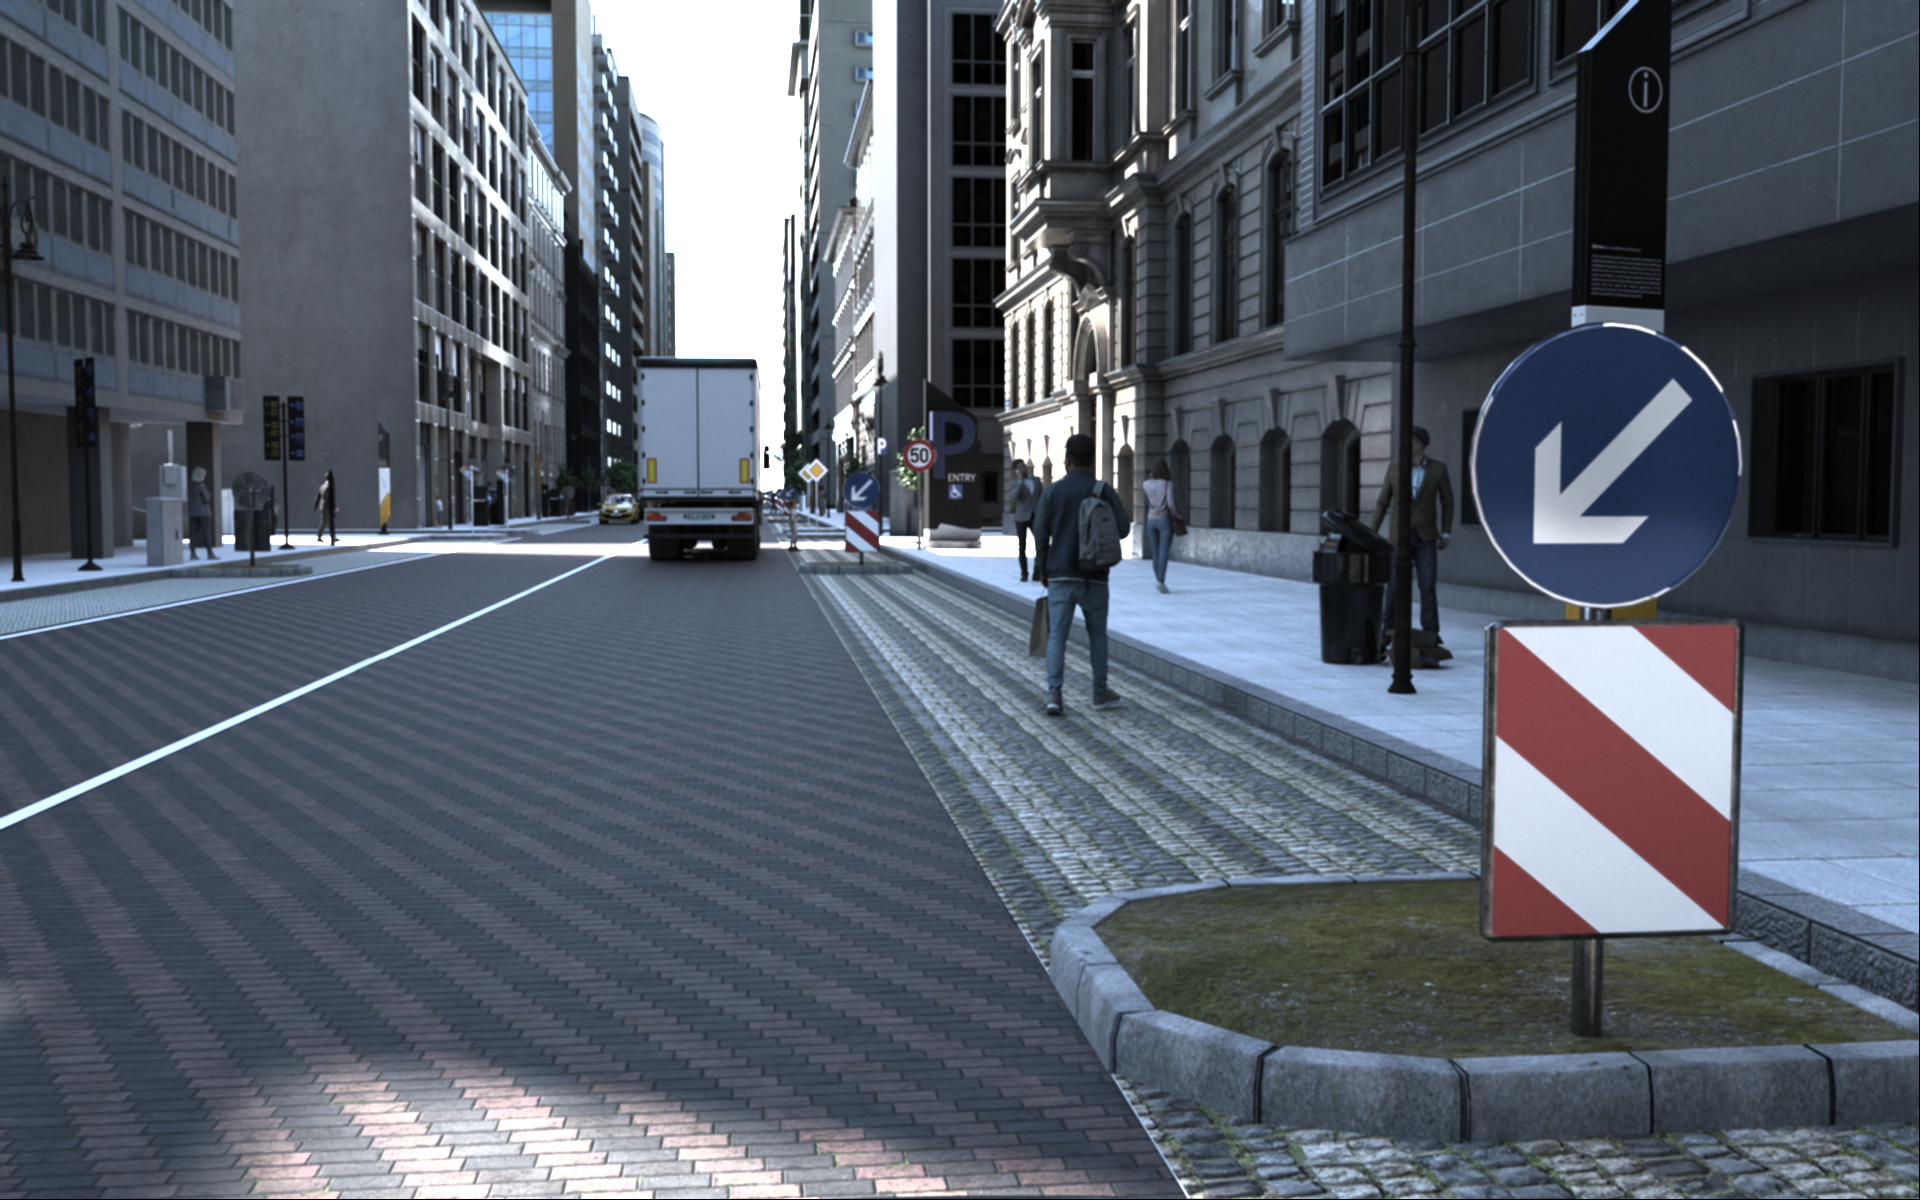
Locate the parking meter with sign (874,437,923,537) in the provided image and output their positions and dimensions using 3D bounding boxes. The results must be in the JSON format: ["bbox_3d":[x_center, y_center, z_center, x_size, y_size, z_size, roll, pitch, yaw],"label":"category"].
[{"bbox_3d":[-1.781,-3.457,52.789,1.738,3.016,0.543,3,4,37],"label":"parking meter with sign"}]

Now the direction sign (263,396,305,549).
[{"bbox_3d":[-15.658,-2.947,40.184,0.876,3.537,0.379,-2,4,-29],"label":"direction sign"}]

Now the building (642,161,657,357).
[{"bbox_3d":[-47.070,-35.253,226.501,14.600,45.320,14.200,0,4,-7],"label":"building"}]

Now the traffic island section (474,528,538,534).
[{"bbox_3d":[-16.421,-2.476,62.759,2.009,0.180,2.903,0,4,-7],"label":"traffic island section"}]

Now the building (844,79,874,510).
[{"bbox_3d":[0.101,-15.954,89.720,11.050,23.489,19.941,0,4,-7],"label":"building"}]

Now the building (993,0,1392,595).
[{"bbox_3d":[8.503,-13.408,38.304,14.460,24.649,34.723,0,4,-7],"label":"building"}]

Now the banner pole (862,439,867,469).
[{"bbox_3d":[-4.379,-5.445,79.046,0.401,3.779,0.863,1,4,12],"label":"banner pole"}]

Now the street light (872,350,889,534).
[{"bbox_3d":[-2.558,-5.084,55.908,0.468,5.910,1.993,0,4,-7],"label":"street light"}]

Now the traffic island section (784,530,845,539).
[{"bbox_3d":[-4.596,-2.071,56.141,2.009,0.180,2.903,0,4,-7],"label":"traffic island section"}]

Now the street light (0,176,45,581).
[{"bbox_3d":[-13.872,-3.213,25.325,0.468,5.910,1.993,0,4,-7],"label":"street light"}]

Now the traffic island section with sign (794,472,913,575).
[{"bbox_3d":[-1.946,-1.404,31.576,1.989,1.847,2.006,0,4,-7],"label":"traffic island section with sign"}]

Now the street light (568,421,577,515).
[{"bbox_3d":[-23.908,-8.218,107.146,0.468,5.910,1.993,0,4,-7],"label":"street light"}]

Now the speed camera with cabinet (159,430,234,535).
[{"bbox_3d":[-23.779,-3.647,53.969,2.038,3.252,0.660,-1,4,-11],"label":"speed camera with cabinet"}]

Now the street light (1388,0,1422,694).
[{"bbox_3d":[2.858,-2.338,11.020,0.468,5.910,1.993,0,4,-7],"label":"street light"}]

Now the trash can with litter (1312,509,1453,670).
[{"bbox_3d":[3.194,-0.102,13.058,1.055,1.170,0.624,3,5,39],"label":"trash can with litter"}]

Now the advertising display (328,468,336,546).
[{"bbox_3d":[-15.698,-2.329,43.301,0.123,1.923,0.974,-1,4,-18],"label":"advertising display"}]

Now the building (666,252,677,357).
[{"bbox_3d":[-53.657,-36.682,283.338,14.154,41.232,14.086,0,4,-7],"label":"building"}]

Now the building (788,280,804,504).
[{"bbox_3d":[-16.191,-28.299,234.388,14.160,30.474,14.107,0,4,-7],"label":"building"}]

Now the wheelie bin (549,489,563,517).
[{"bbox_3d":[-22.919,-5.521,98.178,0.980,1.594,0.693,0,4,6],"label":"wheelie bin"}]

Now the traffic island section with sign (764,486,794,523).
[{"bbox_3d":[-8.639,-4.771,86.633,1.989,1.847,2.006,0,4,-7],"label":"traffic island section with sign"}]

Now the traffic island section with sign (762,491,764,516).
[{"bbox_3d":[-11.884,-6.408,113.393,1.989,1.847,2.006,0,4,-7],"label":"traffic island section with sign"}]

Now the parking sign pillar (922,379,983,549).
[{"bbox_3d":[-0.177,-3.208,40.918,1.447,3.967,1.447,-1,4,-19],"label":"parking sign pillar"}]

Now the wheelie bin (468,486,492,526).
[{"bbox_3d":[-19.240,-3.766,69.478,0.980,1.594,0.693,0,4,-3],"label":"wheelie bin"}]

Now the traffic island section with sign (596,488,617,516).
[{"bbox_3d":[-22.319,-6.274,111.210,1.989,1.847,2.006,0,4,-7],"label":"traffic island section with sign"}]

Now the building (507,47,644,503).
[{"bbox_3d":[-46.451,-34.731,191.555,21.300,48.544,21.600,0,4,-7],"label":"building"}]

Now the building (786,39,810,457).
[{"bbox_3d":[-5.259,-37.404,200.794,28.713,52.752,27.495,0,4,-7],"label":"building"}]

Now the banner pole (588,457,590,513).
[{"bbox_3d":[-25.156,-7.793,117.437,0.401,3.779,0.863,-1,4,-15],"label":"banner pole"}]

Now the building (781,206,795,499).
[{"bbox_3d":[-18.612,-40.582,287.216,21.300,48.544,21.600,0,4,-7],"label":"building"}]

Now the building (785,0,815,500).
[{"bbox_3d":[-15.220,-49.709,250.990,20.563,71.187,20.611,0,4,-7],"label":"building"}]

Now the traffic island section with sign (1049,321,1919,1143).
[{"bbox_3d":[1.303,0.236,4.772,1.989,1.847,2.006,0,4,-7],"label":"traffic island section with sign"}]

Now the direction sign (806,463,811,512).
[{"bbox_3d":[-10.652,-8.093,124.321,0.876,3.537,0.379,1,4,23],"label":"direction sign"}]

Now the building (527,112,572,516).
[{"bbox_3d":[-31.622,-18.989,107.740,12.463,27.353,25.104,0,4,-7],"label":"building"}]

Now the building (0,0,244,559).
[{"bbox_3d":[-28.347,-20.915,33.848,23.993,40.220,32.217,0,4,-7],"label":"building"}]

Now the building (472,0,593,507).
[{"bbox_3d":[-37.830,-30.150,143.058,14.600,45.320,14.200,0,4,-7],"label":"building"}]

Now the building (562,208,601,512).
[{"bbox_3d":[-33.624,-18.258,128.199,12.332,23.373,15.834,0,4,-7],"label":"building"}]

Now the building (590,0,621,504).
[{"bbox_3d":[-44.357,-33.340,164.715,23.786,49.044,30.456,0,4,-7],"label":"building"}]

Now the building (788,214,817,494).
[{"bbox_3d":[-19.460,-37.866,269.215,14.600,45.320,14.200,0,4,-7],"label":"building"}]

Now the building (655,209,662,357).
[{"bbox_3d":[-48.842,-34.070,240.631,14.154,41.232,14.086,0,4,-7],"label":"building"}]

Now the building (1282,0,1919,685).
[{"bbox_3d":[12.405,-11.437,6.056,14.314,24.678,30.058,0,4,-7],"label":"building"}]

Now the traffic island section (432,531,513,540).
[{"bbox_3d":[-15.459,-1.991,54.832,2.009,0.180,2.903,0,4,-7],"label":"traffic island section"}]

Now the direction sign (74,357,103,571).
[{"bbox_3d":[-14.631,-2.265,29.032,0.379,3.537,0.876,-3,5,-44],"label":"direction sign"}]

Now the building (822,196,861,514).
[{"bbox_3d":[-4.116,-16.438,119.668,10.553,20.767,40.483,0,4,-7],"label":"building"}]

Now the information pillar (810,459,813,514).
[{"bbox_3d":[-9.815,-7.520,114.310,0.183,3.616,0.504,-1,4,-20],"label":"information pillar"}]

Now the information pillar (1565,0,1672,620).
[{"bbox_3d":[2.947,-1.002,7.739,0.504,3.616,0.183,-2,4,-25],"label":"information pillar"}]

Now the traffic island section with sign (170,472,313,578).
[{"bbox_3d":[-12.494,-1.326,30.310,1.989,1.847,2.006,0,4,-7],"label":"traffic island section with sign"}]

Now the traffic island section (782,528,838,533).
[{"bbox_3d":[-5.559,-2.556,64.068,2.009,0.180,2.903,0,4,-7],"label":"traffic island section"}]

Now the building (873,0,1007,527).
[{"bbox_3d":[8.734,-17.077,72.715,24.014,27.812,14.314,0,4,-7],"label":"building"}]

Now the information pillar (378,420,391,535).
[{"bbox_3d":[-18.168,-3.871,54.646,0.504,3.616,0.183,3,4,39],"label":"information pillar"}]

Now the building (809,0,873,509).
[{"bbox_3d":[-2.945,-32.912,161.818,21.300,48.544,21.600,0,4,-7],"label":"building"}]

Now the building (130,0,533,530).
[{"bbox_3d":[-31.342,-16.728,78.012,19.350,26.468,34.151,0,4,-7],"label":"building"}]

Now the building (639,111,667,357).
[{"bbox_3d":[-55.422,-43.949,260.571,21.231,58.520,28.212,0,4,-7],"label":"building"}]

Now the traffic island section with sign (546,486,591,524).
[{"bbox_3d":[-19.073,-4.637,84.450,1.989,1.847,2.006,0,4,-7],"label":"traffic island section with sign"}]

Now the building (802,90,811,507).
[{"bbox_3d":[-9.303,-30.346,179.753,14.154,41.232,14.086,0,4,-7],"label":"building"}]
